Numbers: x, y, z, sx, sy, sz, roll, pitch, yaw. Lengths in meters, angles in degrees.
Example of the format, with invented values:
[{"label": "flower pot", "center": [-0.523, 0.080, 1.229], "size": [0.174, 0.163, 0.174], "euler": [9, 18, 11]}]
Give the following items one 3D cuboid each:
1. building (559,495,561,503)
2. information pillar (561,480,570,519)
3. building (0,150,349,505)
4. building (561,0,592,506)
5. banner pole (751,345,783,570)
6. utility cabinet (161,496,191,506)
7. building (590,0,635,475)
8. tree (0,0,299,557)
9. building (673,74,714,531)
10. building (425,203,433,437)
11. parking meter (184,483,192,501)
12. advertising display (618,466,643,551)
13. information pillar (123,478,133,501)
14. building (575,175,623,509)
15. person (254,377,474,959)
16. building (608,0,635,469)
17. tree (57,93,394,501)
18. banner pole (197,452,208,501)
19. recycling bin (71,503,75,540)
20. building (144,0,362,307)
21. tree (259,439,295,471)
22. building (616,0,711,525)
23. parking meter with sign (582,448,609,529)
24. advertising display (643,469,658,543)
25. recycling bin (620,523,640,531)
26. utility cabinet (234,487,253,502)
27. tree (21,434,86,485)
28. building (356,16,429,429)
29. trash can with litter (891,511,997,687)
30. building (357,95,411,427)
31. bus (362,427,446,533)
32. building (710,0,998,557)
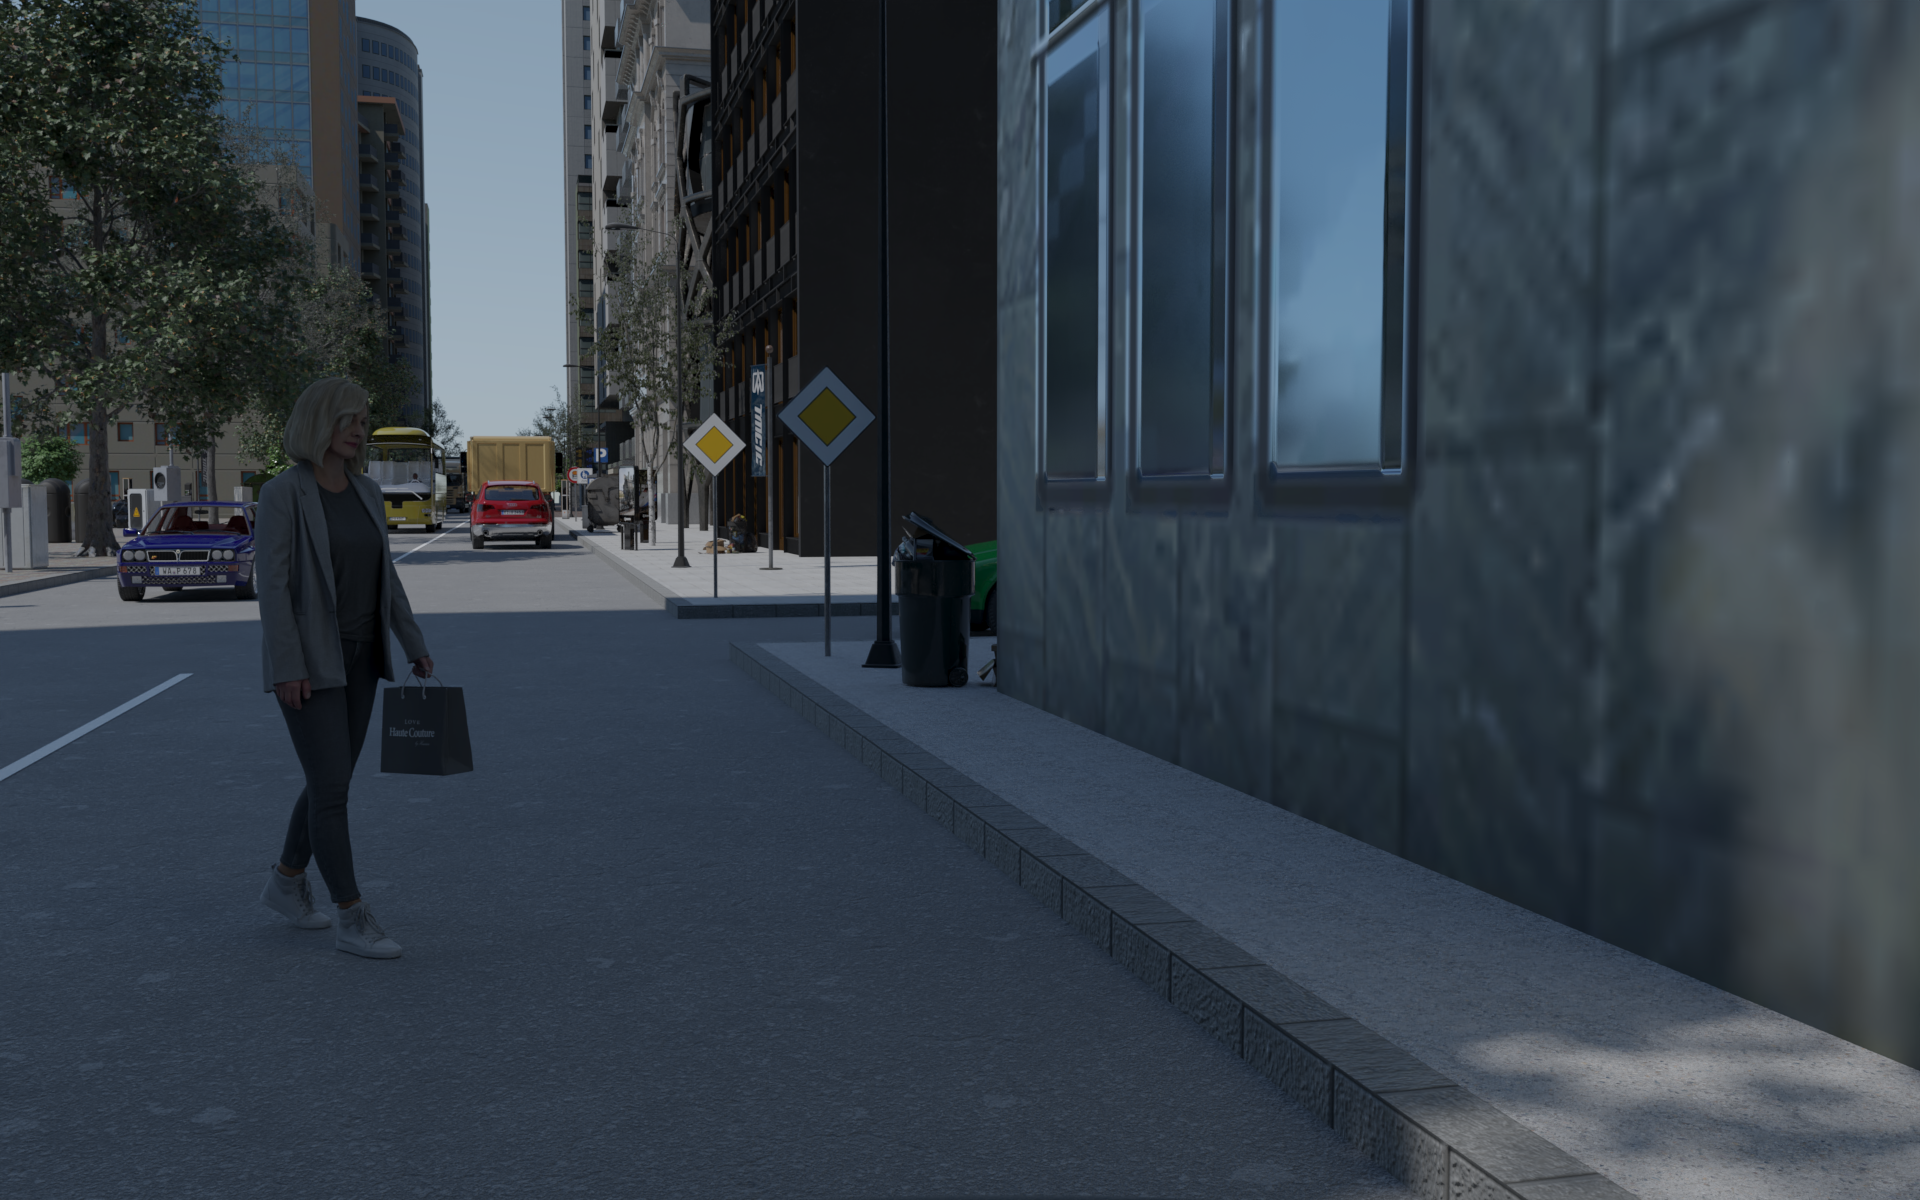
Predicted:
[{"label": "building", "center": [-39.575, -33.626, 241.660], "size": [32.217, 40.220, 23.993], "euler": [-1, 4, -14]}, {"label": "information pillar", "center": [-20.206, -5.152, 88.731], "size": [0.304, 2.012, 0.304], "euler": [1, 4, 11]}, {"label": "building", "center": [-51.841, -15.723, 102.113], "size": [27.650, 21.520, 28.899], "euler": [-1, 4, -14]}, {"label": "building", "center": [-33.648, -39.908, 194.492], "size": [21.231, 58.520, 28.212], "euler": [-1, 4, -14]}, {"label": "banner pole", "center": [-3.342, -2.411, 29.438], "size": [0.401, 3.779, 0.863], "euler": [-3, 4, -36]}, {"label": "utility cabinet", "center": [-28.496, -3.167, 62.934], "size": [1.020, 1.237, 0.306], "euler": [-3, 5, -42]}, {"label": "building", "center": [-15.655, -33.739, 140.865], "size": [28.713, 52.752, 27.495], "euler": [-1, 4, -14]}, {"label": "tree", "center": [-17.659, -7.245, 35.471], "size": [9.611, 12.733, 9.660], "euler": [0, 3, 0]}, {"label": "building", "center": [-2.358, -12.110, 65.456], "size": [16.820, 18.784, 16.811], "euler": [-1, 4, -14]}, {"label": "building", "center": [-79.303, -33.728, 235.039], "size": [14.154, 41.232, 14.086], "euler": [-1, 4, -14]}, {"label": "parking meter", "center": [-39.138, -5.025, 87.867], "size": [0.255, 1.863, 0.399], "euler": [0, 4, -4]}, {"label": "advertising display", "center": [-7.552, -2.097, 39.505], "size": [0.123, 1.923, 0.974], "euler": [-2, 4, -33]}, {"label": "information pillar", "center": [-38.320, -4.605, 79.789], "size": [0.304, 2.012, 0.304], "euler": [0, 4, 7]}, {"label": "building", "center": [-28.361, -23.786, 160.595], "size": [14.160, 30.474, 14.107], "euler": [-1, 4, -14]}, {"label": "person", "center": [-1.981, 0.189, 5.593], "size": [0.728, 1.800, 0.709], "euler": [2, 4, 29]}, {"label": "building", "center": [-10.571, -30.142, 112.425], "size": [23.786, 49.044, 30.456], "euler": [-1, 4, -14]}, {"label": "tree", "center": [-21.903, -8.547, 50.113], "size": [12.009, 13.543, 11.850], "euler": [0, 3, 0]}, {"label": "banner pole", "center": [-31.423, -5.004, 71.840], "size": [0.401, 3.779, 0.863], "euler": [1, 4, 18]}, {"label": "recycling bin", "center": [-25.820, -2.357, 51.083], "size": [0.722, 1.027, 0.722], "euler": [3, 5, 41]}, {"label": "building", "center": [-50.939, -28.996, 124.201], "size": [14.600, 45.320, 14.200], "euler": [-1, 4, -14]}, {"label": "tree", "center": [-23.949, -4.048, 60.785], "size": [1.663, 3.219, 1.824], "euler": [0, 3, 0]}, {"label": "building", "center": [-9.004, -18.157, 84.256], "size": [14.401, 28.519, 23.554], "euler": [-1, 4, -14]}, {"label": "parking meter with sign", "center": [-13.634, -4.180, 64.602], "size": [0.543, 3.016, 1.738], "euler": [0, 4, 7]}, {"label": "advertising display", "center": [-8.255, -2.459, 45.424], "size": [0.123, 1.923, 0.974], "euler": [2, 4, 24]}, {"label": "recycling bin", "center": [-11.293, -2.897, 59.919], "size": [0.722, 1.027, 0.722], "euler": [3, 4, 38]}, {"label": "utility cabinet", "center": [-21.572, -2.661, 52.187], "size": [0.318, 1.500, 1.173], "euler": [-2, 4, -34]}, {"label": "tree", "center": [-42.763, -5.952, 81.024], "size": [4.285, 4.588, 4.351], "euler": [0, 3, 0]}, {"label": "building", "center": [-77.325, -41.045, 213.084], "size": [21.231, 58.520, 28.212], "euler": [-1, 4, -14]}, {"label": "trash can with litter", "center": [0.068, -0.019, 11.694], "size": [1.055, 1.170, 0.624], "euler": [0, 4, -3]}, {"label": "building", "center": [-70.936, -32.455, 185.255], "size": [22.147, 44.769, 28.867], "euler": [-1, 4, -14]}, {"label": "bus", "center": [-21.483, -4.629, 67.226], "size": [2.896, 3.916, 12.252], "euler": [-1, 4, -14]}, {"label": "building", "center": [0.774, -13.080, 43.536], "size": [12.332, 23.373, 15.834], "euler": [-1, 4, -14]}]
